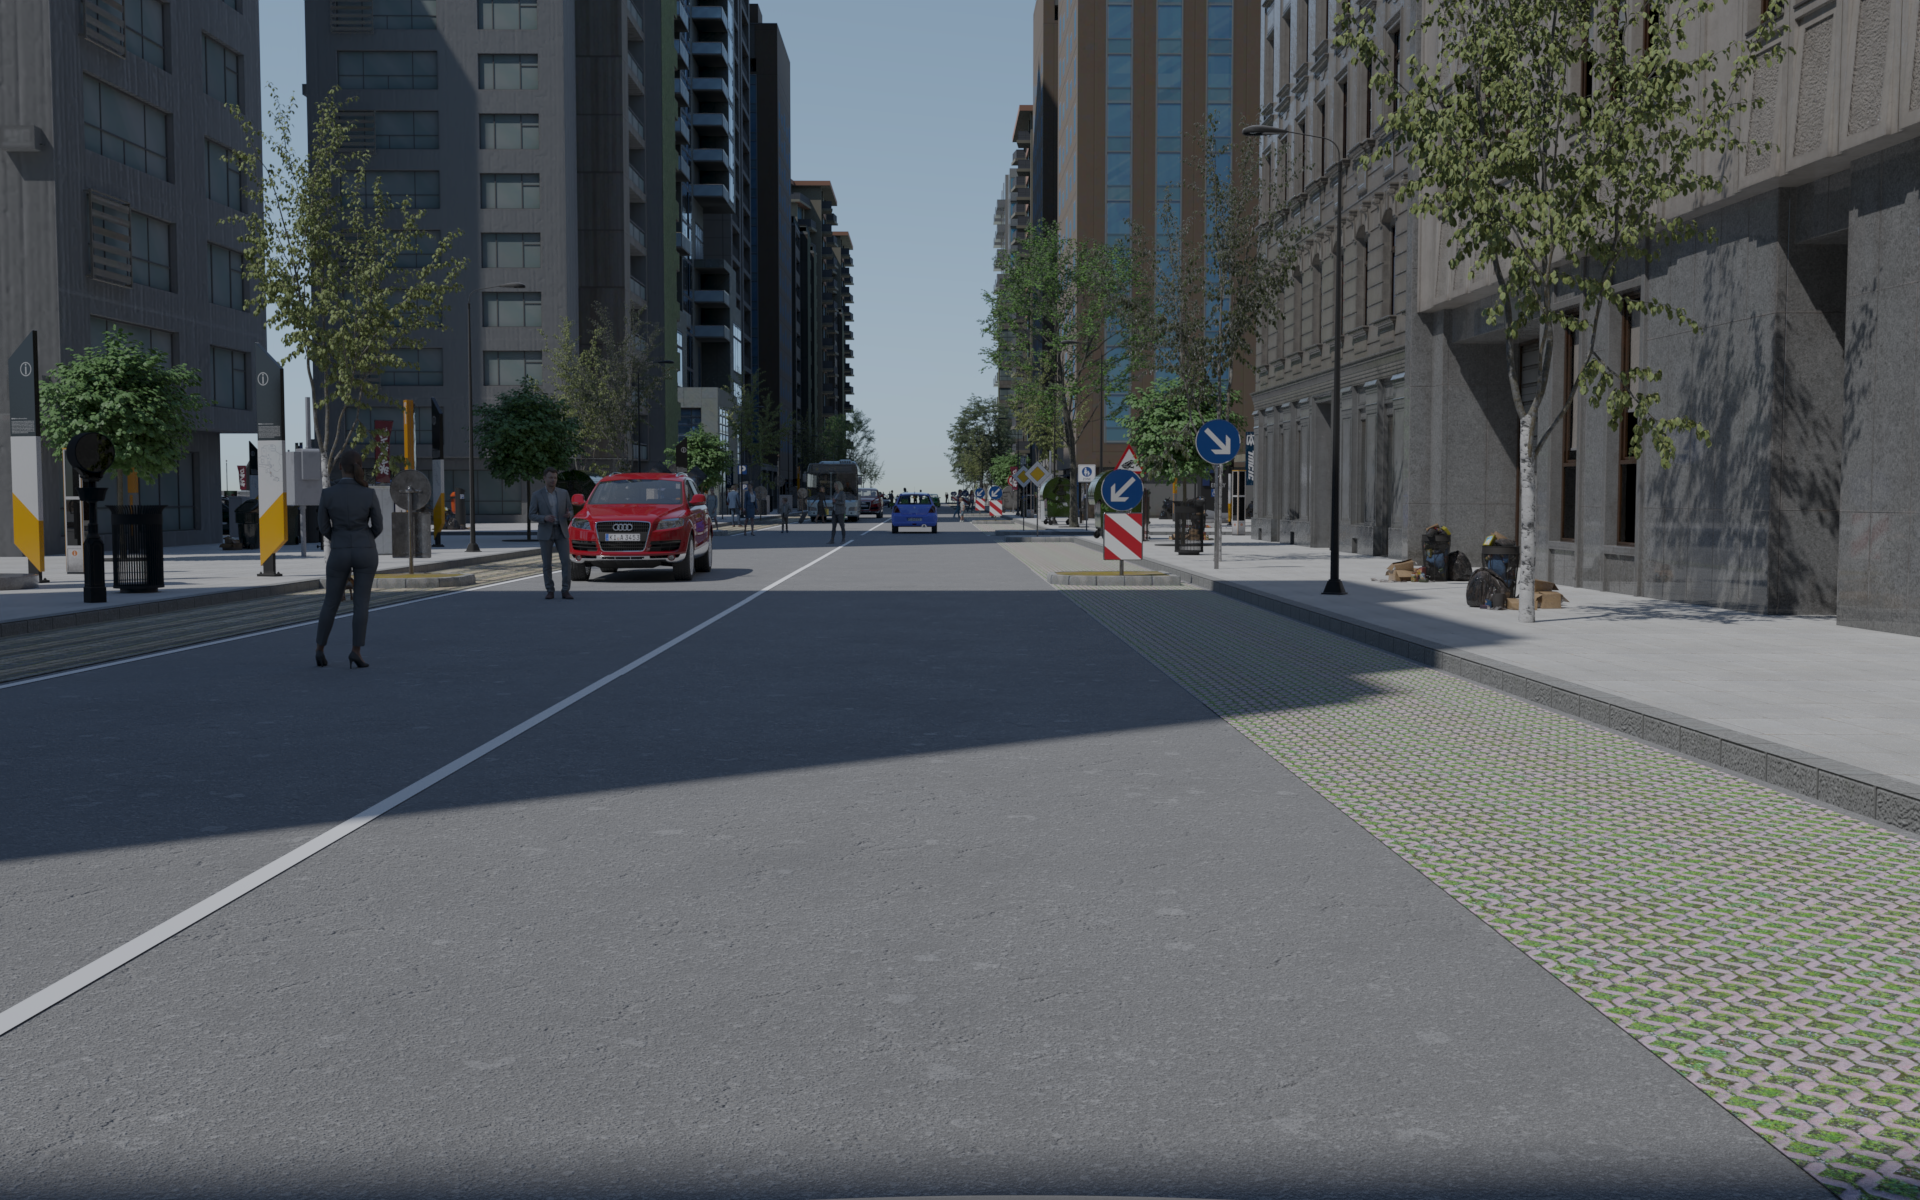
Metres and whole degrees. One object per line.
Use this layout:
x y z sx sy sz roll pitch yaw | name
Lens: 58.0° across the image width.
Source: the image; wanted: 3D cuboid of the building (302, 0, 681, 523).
-21.194 -24.291 80.751 14.154 41.232 14.086 0 4 -1 | building

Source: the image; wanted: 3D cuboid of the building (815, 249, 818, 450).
-23.335 -25.738 192.517 14.160 30.474 14.107 0 4 -1 | building

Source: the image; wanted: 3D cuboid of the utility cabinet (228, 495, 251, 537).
-21.420 -2.470 51.540 0.306 1.237 1.020 -3 5 -42 | utility cabinet

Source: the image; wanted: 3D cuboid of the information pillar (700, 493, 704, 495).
-14.504 -6.429 96.476 0.504 3.616 0.183 -2 4 -31 | information pillar

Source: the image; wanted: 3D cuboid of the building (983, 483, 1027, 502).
19.889 -36.139 282.751 32.217 40.220 23.993 0 4 -1 | building

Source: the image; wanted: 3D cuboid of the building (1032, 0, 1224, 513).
13.434 -30.350 146.325 14.600 45.320 14.200 0 4 -1 | building

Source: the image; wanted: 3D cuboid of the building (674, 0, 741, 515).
-26.006 -49.226 117.523 22.319 86.520 31.000 0 4 -1 | building

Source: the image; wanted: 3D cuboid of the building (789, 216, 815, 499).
-22.815 -24.877 178.442 14.160 30.474 14.107 0 4 -1 | building

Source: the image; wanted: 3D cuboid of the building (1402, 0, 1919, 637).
14.122 -12.393 20.650 12.078 24.808 19.932 0 4 -1 | building

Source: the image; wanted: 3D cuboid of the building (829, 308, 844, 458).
-24.637 -29.766 258.368 14.160 30.474 14.107 0 4 -1 | building

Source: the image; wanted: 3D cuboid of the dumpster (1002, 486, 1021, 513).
3.473 -6.813 117.158 1.264 1.857 1.865 0 4 -1 | dumpster

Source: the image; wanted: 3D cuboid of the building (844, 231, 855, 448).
-28.451 -38.214 279.426 22.147 44.769 28.867 0 4 -1 | building

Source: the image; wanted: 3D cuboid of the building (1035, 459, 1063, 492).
16.175 -41.782 121.387 20.563 71.187 20.611 0 4 -1 | building

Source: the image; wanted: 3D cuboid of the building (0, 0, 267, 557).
-25.171 -21.841 40.700 14.086 41.232 14.154 0 4 -1 | building

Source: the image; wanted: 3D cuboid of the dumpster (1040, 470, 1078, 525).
4.106 -4.234 71.715 1.502 2.255 1.985 0 4 -1 | dumpster

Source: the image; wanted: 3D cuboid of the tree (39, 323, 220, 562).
-16.121 -3.040 33.417 4.285 4.588 4.351 0 3 0 | tree

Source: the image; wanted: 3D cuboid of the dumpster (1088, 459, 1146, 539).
4.453 -2.847 49.043 1.502 2.255 1.985 0 4 -1 | dumpster

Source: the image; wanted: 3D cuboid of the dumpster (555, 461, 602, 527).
-11.141 -2.937 50.509 1.502 2.255 1.985 0 4 -1 | dumpster

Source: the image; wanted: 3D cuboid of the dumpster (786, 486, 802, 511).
-12.344 -7.533 128.914 1.264 1.857 1.865 0 4 -1 | dumpster

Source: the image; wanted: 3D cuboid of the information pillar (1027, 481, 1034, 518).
3.747 -5.365 92.205 0.304 2.012 0.304 3 4 38 | information pillar

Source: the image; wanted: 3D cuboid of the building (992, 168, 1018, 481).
16.217 -38.839 254.622 23.786 49.044 30.456 0 4 -1 | building

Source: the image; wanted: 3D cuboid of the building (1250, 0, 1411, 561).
13.098 -11.661 39.816 9.793 20.994 18.267 0 4 -1 | building

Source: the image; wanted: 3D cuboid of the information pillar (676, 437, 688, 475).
-11.249 -4.819 70.140 0.504 3.616 0.183 0 4 -8 | information pillar

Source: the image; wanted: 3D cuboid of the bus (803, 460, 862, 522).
-6.628 -5.958 92.266 2.948 3.499 13.247 0 4 -3 | bus

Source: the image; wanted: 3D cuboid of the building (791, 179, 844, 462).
-27.994 -35.533 235.584 22.147 44.769 28.867 0 4 -1 | building

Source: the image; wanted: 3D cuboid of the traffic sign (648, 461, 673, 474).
-9.053 -2.974 52.271 0.795 2.450 0.064 0 4 -1 | traffic sign

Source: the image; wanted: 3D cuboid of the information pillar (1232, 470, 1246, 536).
8.608 -2.995 53.458 0.304 2.012 0.304 -2 4 -28 | information pillar

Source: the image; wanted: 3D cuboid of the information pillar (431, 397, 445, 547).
-12.609 -3.087 41.835 0.183 3.616 0.504 -3 5 -40 | information pillar

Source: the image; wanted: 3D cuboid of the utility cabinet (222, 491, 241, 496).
-47.668 -6.365 112.742 0.318 1.500 1.173 3 5 44 | utility cabinet

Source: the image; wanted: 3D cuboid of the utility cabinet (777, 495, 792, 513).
-12.055 -6.612 119.273 1.020 1.237 0.306 -2 4 -30 | utility cabinet

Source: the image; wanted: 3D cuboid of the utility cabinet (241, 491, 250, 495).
-47.660 -6.512 115.153 0.318 1.500 1.173 1 4 20 | utility cabinet

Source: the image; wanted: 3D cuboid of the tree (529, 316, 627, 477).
-15.603 -7.387 71.141 4.737 8.622 4.395 0 3 0 | tree

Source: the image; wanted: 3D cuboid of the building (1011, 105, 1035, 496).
17.001 -32.947 193.306 22.147 44.769 28.867 0 4 -1 | building

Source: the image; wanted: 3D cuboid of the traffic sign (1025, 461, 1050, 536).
2.341 -2.984 52.424 0.795 2.450 0.064 0 4 -1 | traffic sign

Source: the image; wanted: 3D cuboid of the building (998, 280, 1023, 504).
12.021 -28.175 232.358 14.160 30.474 14.107 0 4 -1 | building

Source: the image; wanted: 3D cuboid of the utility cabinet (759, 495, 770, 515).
-12.247 -5.946 108.372 0.306 1.237 1.020 -2 4 -32 | utility cabinet

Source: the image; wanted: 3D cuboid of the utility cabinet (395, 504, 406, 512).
-22.652 -3.587 69.808 1.020 1.237 0.306 0 4 3 | utility cabinet

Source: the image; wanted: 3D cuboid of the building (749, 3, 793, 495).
-23.342 -31.368 162.979 14.600 45.320 14.200 0 4 -1 | building

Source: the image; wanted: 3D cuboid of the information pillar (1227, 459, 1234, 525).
11.088 -4.861 70.832 0.183 3.616 0.504 2 4 26 | information pillar

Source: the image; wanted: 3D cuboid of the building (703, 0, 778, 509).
-26.032 -43.205 144.661 20.563 71.187 20.611 0 4 -1 | building

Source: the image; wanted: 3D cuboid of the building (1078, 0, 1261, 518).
12.872 -27.318 96.766 14.600 45.320 14.200 0 4 -1 | building

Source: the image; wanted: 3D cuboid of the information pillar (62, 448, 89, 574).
-14.129 -1.423 27.762 0.304 2.012 0.304 0 4 4 | information pillar

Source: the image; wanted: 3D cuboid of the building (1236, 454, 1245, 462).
26.689 -25.553 72.409 28.867 44.769 22.147 0 4 -1 | building

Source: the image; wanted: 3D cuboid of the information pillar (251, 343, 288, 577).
-10.667 -2.169 26.820 0.504 3.616 0.183 1 4 20 | information pillar

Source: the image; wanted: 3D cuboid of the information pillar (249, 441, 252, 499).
-31.109 -5.198 76.347 0.183 3.616 0.504 2 4 25 | information pillar

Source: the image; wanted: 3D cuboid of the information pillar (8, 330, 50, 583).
-13.416 -2.052 24.905 0.504 3.616 0.183 1 4 19 | information pillar
